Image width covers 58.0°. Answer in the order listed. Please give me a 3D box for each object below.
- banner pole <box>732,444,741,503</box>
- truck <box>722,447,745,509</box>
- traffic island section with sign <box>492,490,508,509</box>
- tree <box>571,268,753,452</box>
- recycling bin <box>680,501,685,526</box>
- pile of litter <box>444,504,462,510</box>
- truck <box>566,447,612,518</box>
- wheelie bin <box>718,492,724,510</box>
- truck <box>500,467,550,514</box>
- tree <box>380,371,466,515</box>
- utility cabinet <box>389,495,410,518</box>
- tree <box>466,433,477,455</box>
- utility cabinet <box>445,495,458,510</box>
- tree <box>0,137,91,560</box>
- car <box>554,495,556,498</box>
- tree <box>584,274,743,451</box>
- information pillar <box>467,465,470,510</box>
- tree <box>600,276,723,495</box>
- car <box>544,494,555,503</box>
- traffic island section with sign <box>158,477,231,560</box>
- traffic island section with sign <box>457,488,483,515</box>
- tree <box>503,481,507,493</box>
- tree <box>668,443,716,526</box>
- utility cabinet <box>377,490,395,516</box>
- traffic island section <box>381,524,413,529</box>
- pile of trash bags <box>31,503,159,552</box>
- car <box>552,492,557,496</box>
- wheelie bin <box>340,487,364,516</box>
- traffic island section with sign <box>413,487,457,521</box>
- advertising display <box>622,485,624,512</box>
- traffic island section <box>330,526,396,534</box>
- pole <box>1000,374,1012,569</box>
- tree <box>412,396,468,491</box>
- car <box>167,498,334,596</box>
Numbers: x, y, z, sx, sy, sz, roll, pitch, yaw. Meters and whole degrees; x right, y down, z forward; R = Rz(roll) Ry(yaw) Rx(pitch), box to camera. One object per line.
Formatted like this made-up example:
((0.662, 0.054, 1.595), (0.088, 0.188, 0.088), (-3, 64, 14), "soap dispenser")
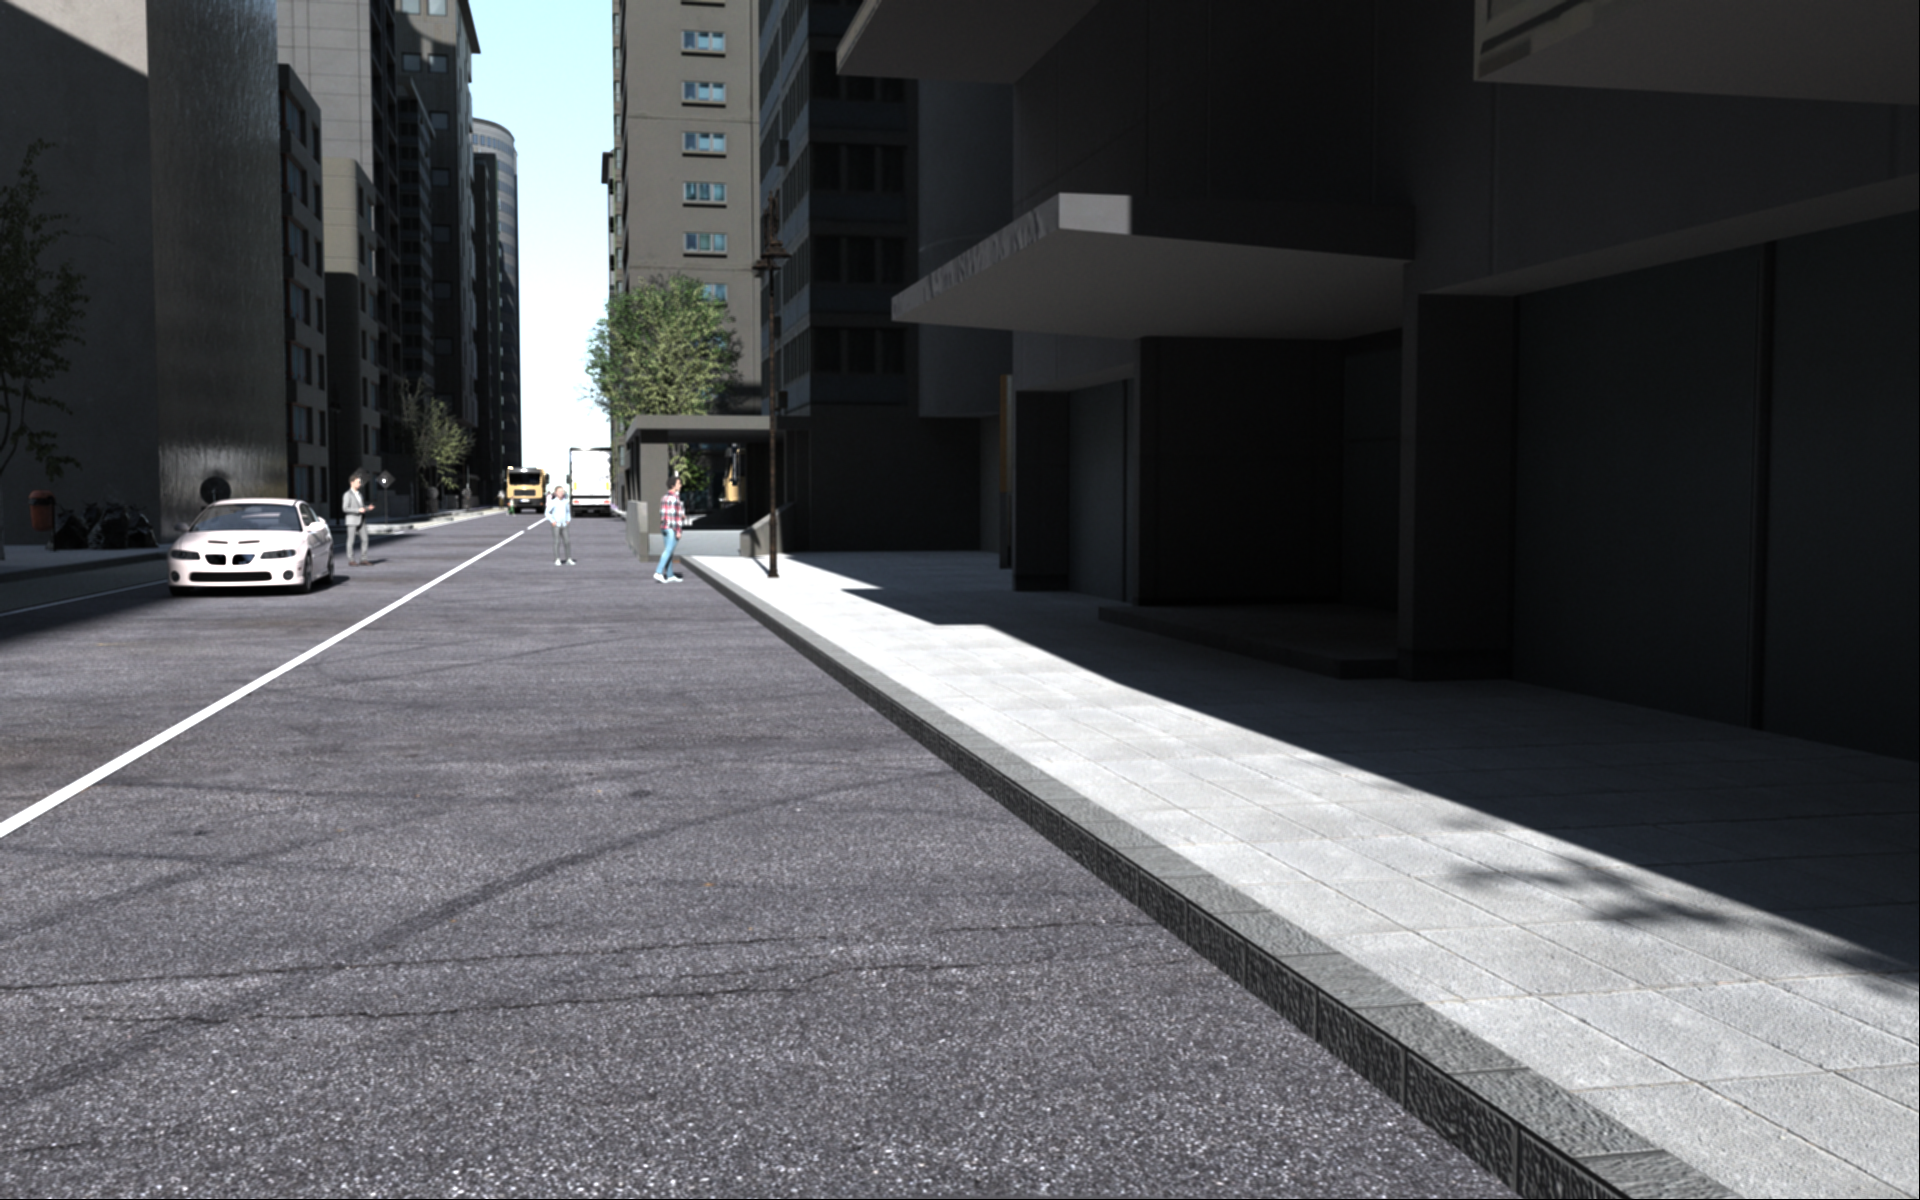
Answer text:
((-8.197, -4.498, 63.557), (0.401, 3.779, 0.863), (1, 4, 18), "banner pole")
((-5.707, -4.618, 71.425), (9.791, 3.379, 3.469), (-1, 4, -11), "truck")
((-44.532, -9.791, 168.713), (1.989, 1.847, 2.006), (-1, 4, -12), "traffic island section with sign")
((-16.182, -11.254, 94.374), (12.009, 13.543, 11.850), (0, 3, 0), "tree")
((-10.175, -2.970, 61.113), (0.722, 1.027, 0.722), (-2, 4, -31), "recycling bin")
((-42.065, -7.957, 144.055), (1.719, 0.858, 1.176), (-1, 4, -19), "pile of litter")
((-23.327, -7.352, 109.121), (2.839, 4.237, 11.283), (-1, 4, -13), "truck")
((-10.218, -4.189, 76.392), (0.693, 1.594, 0.980), (-3, 5, -44), "wheelie bin")
((-31.978, -8.068, 127.833), (3.469, 3.379, 9.791), (-1, 4, -12), "truck")
((-32.628, -9.379, 103.711), (4.360, 8.622, 3.978), (0, 3, 0), "tree")
((-30.453, -5.068, 94.016), (1.020, 1.237, 0.306), (-1, 4, -19), "utility cabinet")
((-40.183, -11.297, 135.061), (4.360, 8.622, 3.978), (0, 3, 0), "tree")
((-41.178, -7.899, 140.312), (0.306, 1.237, 1.020), (3, 5, 43), "utility cabinet")
((-18.618, -5.068, 33.223), (4.737, 8.622, 4.395), (0, 3, 0), "tree")
((-44.752, -10.781, 188.844), (1.945, 1.354, 3.894), (-1, 4, -11), "car")
((-13.814, -9.485, 80.843), (9.928, 11.665, 9.643), (0, 3, 0), "tree")
((-39.940, -9.125, 140.547), (0.183, 3.616, 0.504), (-1, 4, -13), "information pillar")
((-9.657, -6.564, 57.689), (4.737, 8.622, 4.395), (0, 3, 0), "tree")
((-39.056, -9.422, 163.829), (2.009, 1.686, 4.222), (-1, 4, -12), "car")
((-16.669, -1.839, 38.700), (1.989, 1.847, 2.006), (-1, 4, -12), "traffic island section with sign")
((-33.998, -6.786, 119.571), (1.989, 1.847, 2.006), (-1, 4, -12), "traffic island section with sign")
((-58.043, -13.741, 219.269), (1.663, 3.219, 1.824), (0, 3, 0), "tree")
((-9.894, -4.175, 62.861), (1.663, 3.219, 1.824), (0, 3, 0), "tree")
((-33.491, -5.647, 101.009), (0.318, 1.500, 1.173), (2, 4, 34), "utility cabinet")
((-23.617, -2.994, 71.235), (2.009, 0.180, 2.903), (-1, 4, -12), "traffic island section")
((-20.267, -1.853, 40.054), (1.912, 1.369, 3.447), (0, 4, 7), "pile of trash bags")
((-69.031, -17.612, 296.622), (2.281, 1.827, 5.304), (-1, 4, -13), "car")
((-26.954, -4.212, 76.782), (0.980, 1.594, 0.693), (-2, 4, -28), "wheelie bin")
((-28.311, -5.165, 93.070), (1.989, 1.847, 2.006), (-1, 4, -12), "traffic island section with sign")
((-24.440, -7.366, 125.652), (0.123, 1.923, 0.974), (-1, 4, -8), "advertising display")
((-21.943, -2.517, 63.427), (2.009, 0.180, 2.903), (-1, 4, -12), "traffic island section")
((0.789, -2.189, 29.642), (0.158, 3.312, 0.155), (0, 3, 0), "pole")
((-39.139, -10.948, 129.366), (4.737, 8.622, 4.395), (0, 3, 0), "tree")
((-10.579, -0.837, 26.049), (2.083, 1.381, 4.827), (-1, 4, -14), "car")
